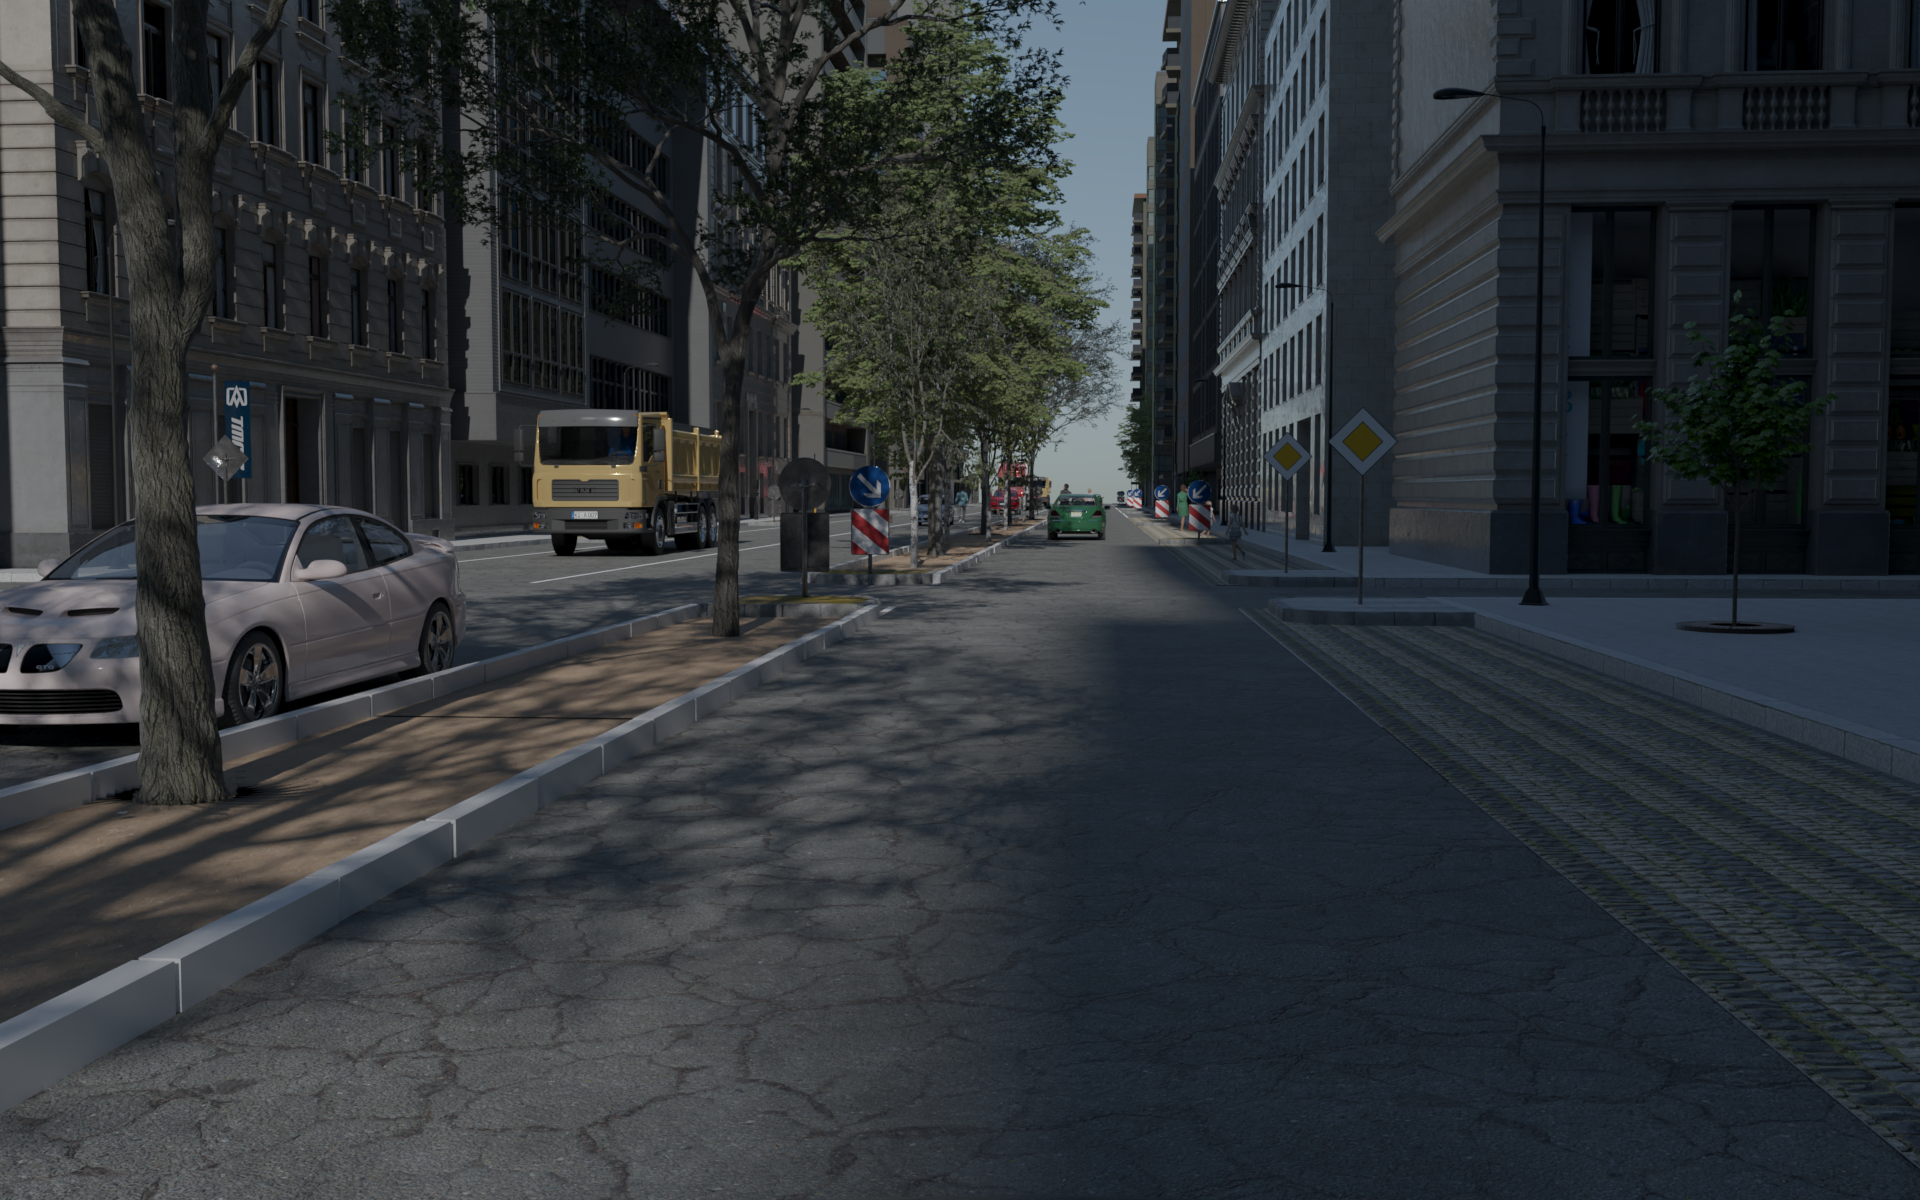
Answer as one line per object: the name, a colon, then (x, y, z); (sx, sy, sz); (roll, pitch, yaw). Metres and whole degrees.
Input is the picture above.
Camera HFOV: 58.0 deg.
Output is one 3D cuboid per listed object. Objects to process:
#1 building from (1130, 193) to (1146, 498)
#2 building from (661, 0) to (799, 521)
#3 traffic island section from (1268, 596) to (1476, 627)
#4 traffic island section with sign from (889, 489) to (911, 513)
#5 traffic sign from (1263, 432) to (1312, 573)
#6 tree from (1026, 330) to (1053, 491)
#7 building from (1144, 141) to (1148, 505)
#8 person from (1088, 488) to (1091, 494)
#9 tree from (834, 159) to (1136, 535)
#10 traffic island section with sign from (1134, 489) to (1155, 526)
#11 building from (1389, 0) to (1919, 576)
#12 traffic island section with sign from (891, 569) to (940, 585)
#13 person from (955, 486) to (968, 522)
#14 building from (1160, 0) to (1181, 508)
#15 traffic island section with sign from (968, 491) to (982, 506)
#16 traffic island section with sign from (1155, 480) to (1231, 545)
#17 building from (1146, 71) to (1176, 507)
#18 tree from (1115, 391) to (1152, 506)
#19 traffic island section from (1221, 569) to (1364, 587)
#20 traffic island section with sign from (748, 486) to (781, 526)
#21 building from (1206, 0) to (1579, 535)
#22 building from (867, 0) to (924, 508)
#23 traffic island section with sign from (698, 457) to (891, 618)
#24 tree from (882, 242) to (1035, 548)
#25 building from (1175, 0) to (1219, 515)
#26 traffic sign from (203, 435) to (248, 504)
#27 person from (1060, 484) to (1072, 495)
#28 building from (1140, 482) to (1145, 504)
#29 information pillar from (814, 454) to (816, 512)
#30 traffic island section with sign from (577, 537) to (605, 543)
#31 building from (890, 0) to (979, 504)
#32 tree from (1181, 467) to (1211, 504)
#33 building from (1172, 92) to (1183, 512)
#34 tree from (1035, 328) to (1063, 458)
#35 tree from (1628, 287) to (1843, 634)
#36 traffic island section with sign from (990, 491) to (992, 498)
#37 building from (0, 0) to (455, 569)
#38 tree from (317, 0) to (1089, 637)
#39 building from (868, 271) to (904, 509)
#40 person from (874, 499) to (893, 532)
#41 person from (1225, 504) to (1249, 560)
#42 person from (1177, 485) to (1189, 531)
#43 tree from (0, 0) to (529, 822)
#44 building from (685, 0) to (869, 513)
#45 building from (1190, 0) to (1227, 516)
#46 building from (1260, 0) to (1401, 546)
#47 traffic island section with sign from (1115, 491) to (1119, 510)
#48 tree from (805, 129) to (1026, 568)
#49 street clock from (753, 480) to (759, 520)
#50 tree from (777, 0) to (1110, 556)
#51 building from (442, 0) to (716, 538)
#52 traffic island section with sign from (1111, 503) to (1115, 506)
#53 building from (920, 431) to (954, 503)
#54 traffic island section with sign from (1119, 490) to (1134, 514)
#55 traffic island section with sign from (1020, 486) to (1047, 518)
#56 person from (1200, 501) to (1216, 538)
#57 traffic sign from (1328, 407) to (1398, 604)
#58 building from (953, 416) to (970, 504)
building: (35.399, -36.181, 246.181); (22.147, 44.769, 28.867); (0, 4, 5)
building: (-16.492, -17.929, 90.397); (12.463, 27.353, 25.104); (0, 4, 5)
traffic island section: (4.680, 0.129, 20.170); (2.009, 0.180, 2.903); (0, 4, 5)
traffic island section with sign: (-4.556, -7.381, 129.299); (1.989, 1.847, 2.006); (0, 4, 5)
traffic sign: (5.292, -1.493, 28.054); (0.795, 2.450, 0.064); (0, 4, 5)
tree: (0.864, -6.057, 51.853); (4.360, 8.622, 3.978); (0, 3, 0)
building: (28.495, -31.613, 200.473); (14.154, 41.232, 14.086); (0, 4, 5)
person: (6.991, -5.083, 92.279); (0.731, 1.740, 0.598); (1, 4, 10)
tree: (0.849, -9.001, 60.000); (12.009, 13.543, 11.850); (0, 3, 0)
traffic island section with sign: (8.954, -4.234, 77.854); (1.989, 1.847, 2.006); (0, 4, 5)
building: (18.017, -12.355, 30.886); (19.941, 23.489, 11.050); (0, 4, 5)
traffic island section with sign: (-1.385, -1.235, 28.323); (2.006, 1.907, 1.989); (0, 4, 5)
person: (0.085, -4.827, 87.440); (0.660, 1.820, 0.620); (-1, 4, -11)
building: (28.354, -30.172, 147.943); (22.147, 44.769, 28.867); (0, 4, 5)
traffic island section with sign: (2.006, -12.400, 211.360); (1.989, 1.847, 2.006); (0, 4, 5)
traffic island section with sign: (6.722, -2.513, 49.723); (1.989, 1.847, 2.006); (0, 4, 5)
building: (26.033, -29.790, 170.667); (14.154, 41.232, 14.086); (0, 4, 5)
tree: (20.656, -16.613, 189.742); (7.486, 12.596, 7.792); (0, 3, 0)
traffic island section: (5.316, -0.358, 28.130); (2.009, 0.180, 2.903); (0, 4, 5)
traffic island section with sign: (-8.541, -4.320, 79.256); (1.989, 1.847, 2.006); (0, 4, 5)
building: (15.876, -14.663, 68.616); (11.050, 23.489, 19.941); (0, 4, 5)
building: (-10.948, -31.297, 161.812); (14.600, 45.320, 14.200); (0, 4, 5)
traffic island section with sign: (-1.985, -0.783, 20.940); (2.006, 1.907, 1.989); (0, 4, 5)
tree: (-0.368, -5.716, 46.274); (4.737, 8.622, 4.395); (0, 3, 0)
building: (21.581, -28.298, 112.777); (14.600, 45.320, 14.200); (0, 4, 5)
traffic sign: (-12.495, -1.581, 29.490); (0.795, 2.450, 0.064); (0, 4, 5)
person: (4.129, -3.727, 69.239); (0.655, 1.846, 0.447); (-2, 4, -31)
building: (39.151, -32.236, 218.939); (32.217, 40.220, 23.993); (0, 4, 5)
information pillar: (-8.402, -6.682, 100.604); (0.183, 3.616, 0.504); (0, 4, 1)
traffic island section with sign: (-10.727, -2.651, 51.976); (1.989, 1.847, 2.006); (0, 4, 5)
building: (-7.819, -49.129, 241.514); (20.563, 71.187, 20.611); (0, 4, 5)
tree: (14.093, -6.743, 104.852); (1.663, 3.219, 1.824); (0, 3, 0)
building: (22.687, -21.750, 127.315); (14.160, 30.474, 14.107); (0, 4, 5)
tree: (1.812, -7.133, 69.451); (4.737, 8.622, 4.395); (0, 3, 0)
tree: (7.357, -1.333, 16.391); (1.663, 3.219, 1.824); (0, 3, 0)
traffic island section with sign: (4.173, -14.057, 238.453); (1.989, 1.847, 2.006); (0, 4, 5)
building: (-19.210, -11.568, 38.284); (9.793, 20.994, 18.267); (0, 4, 5)
tree: (-2.398, -4.882, 16.695); (8.767, 10.594, 7.601); (0, 4, 5)
building: (-19.948, -18.143, 141.678); (27.650, 21.520, 28.899); (0, 4, 5)
person: (-2.907, -3.363, 63.455); (0.822, 1.834, 0.622); (0, 4, 6)
person: (5.908, -1.442, 37.096); (0.505, 1.210, 0.382); (-3, 5, -43)
person: (8.585, -3.546, 66.717); (0.600, 1.795, 0.529); (2, 4, 32)
tree: (-3.739, -4.873, 7.894); (9.928, 11.665, 9.643); (0, 3, 0)
building: (-18.101, -30.075, 115.424); (21.300, 48.544, 21.600); (0, 4, 5)
building: (19.798, -18.147, 90.203); (14.314, 27.812, 24.014); (0, 4, 5)
building: (14.781, -11.938, 49.942); (10.420, 20.320, 16.860); (0, 4, 5)
traffic island section with sign: (15.085, -8.924, 154.537); (1.989, 1.847, 2.006); (0, 4, 5)
tree: (-0.888, -4.910, 33.098); (4.360, 8.622, 3.978); (0, 3, 0)
street clock: (-10.150, -4.992, 86.196); (0.358, 2.002, 0.471); (0, 4, 5)
tree: (-0.484, -7.269, 39.438); (7.486, 12.596, 7.792); (0, 3, 0)
building: (-18.977, -14.880, 62.347); (14.314, 24.678, 30.058); (0, 4, 5)
traffic island section with sign: (19.522, -12.314, 209.968); (1.989, 1.847, 2.006); (0, 4, 5)
building: (-8.267, -25.905, 195.250); (14.160, 30.474, 14.107); (0, 4, 5)
traffic island section with sign: (12.939, -7.278, 127.621); (1.989, 1.847, 2.006); (0, 4, 5)
traffic island section with sign: (4.590, -5.816, 103.224); (2.006, 1.907, 1.989); (0, 4, 5)
person: (7.771, -2.495, 54.306); (0.505, 1.210, 0.382); (-2, 4, -35)
traffic sign: (4.656, -1.006, 20.094); (0.795, 2.450, 0.064); (0, 4, 5)
building: (-10.295, -34.413, 217.278); (22.147, 44.769, 28.867); (0, 4, 5)
